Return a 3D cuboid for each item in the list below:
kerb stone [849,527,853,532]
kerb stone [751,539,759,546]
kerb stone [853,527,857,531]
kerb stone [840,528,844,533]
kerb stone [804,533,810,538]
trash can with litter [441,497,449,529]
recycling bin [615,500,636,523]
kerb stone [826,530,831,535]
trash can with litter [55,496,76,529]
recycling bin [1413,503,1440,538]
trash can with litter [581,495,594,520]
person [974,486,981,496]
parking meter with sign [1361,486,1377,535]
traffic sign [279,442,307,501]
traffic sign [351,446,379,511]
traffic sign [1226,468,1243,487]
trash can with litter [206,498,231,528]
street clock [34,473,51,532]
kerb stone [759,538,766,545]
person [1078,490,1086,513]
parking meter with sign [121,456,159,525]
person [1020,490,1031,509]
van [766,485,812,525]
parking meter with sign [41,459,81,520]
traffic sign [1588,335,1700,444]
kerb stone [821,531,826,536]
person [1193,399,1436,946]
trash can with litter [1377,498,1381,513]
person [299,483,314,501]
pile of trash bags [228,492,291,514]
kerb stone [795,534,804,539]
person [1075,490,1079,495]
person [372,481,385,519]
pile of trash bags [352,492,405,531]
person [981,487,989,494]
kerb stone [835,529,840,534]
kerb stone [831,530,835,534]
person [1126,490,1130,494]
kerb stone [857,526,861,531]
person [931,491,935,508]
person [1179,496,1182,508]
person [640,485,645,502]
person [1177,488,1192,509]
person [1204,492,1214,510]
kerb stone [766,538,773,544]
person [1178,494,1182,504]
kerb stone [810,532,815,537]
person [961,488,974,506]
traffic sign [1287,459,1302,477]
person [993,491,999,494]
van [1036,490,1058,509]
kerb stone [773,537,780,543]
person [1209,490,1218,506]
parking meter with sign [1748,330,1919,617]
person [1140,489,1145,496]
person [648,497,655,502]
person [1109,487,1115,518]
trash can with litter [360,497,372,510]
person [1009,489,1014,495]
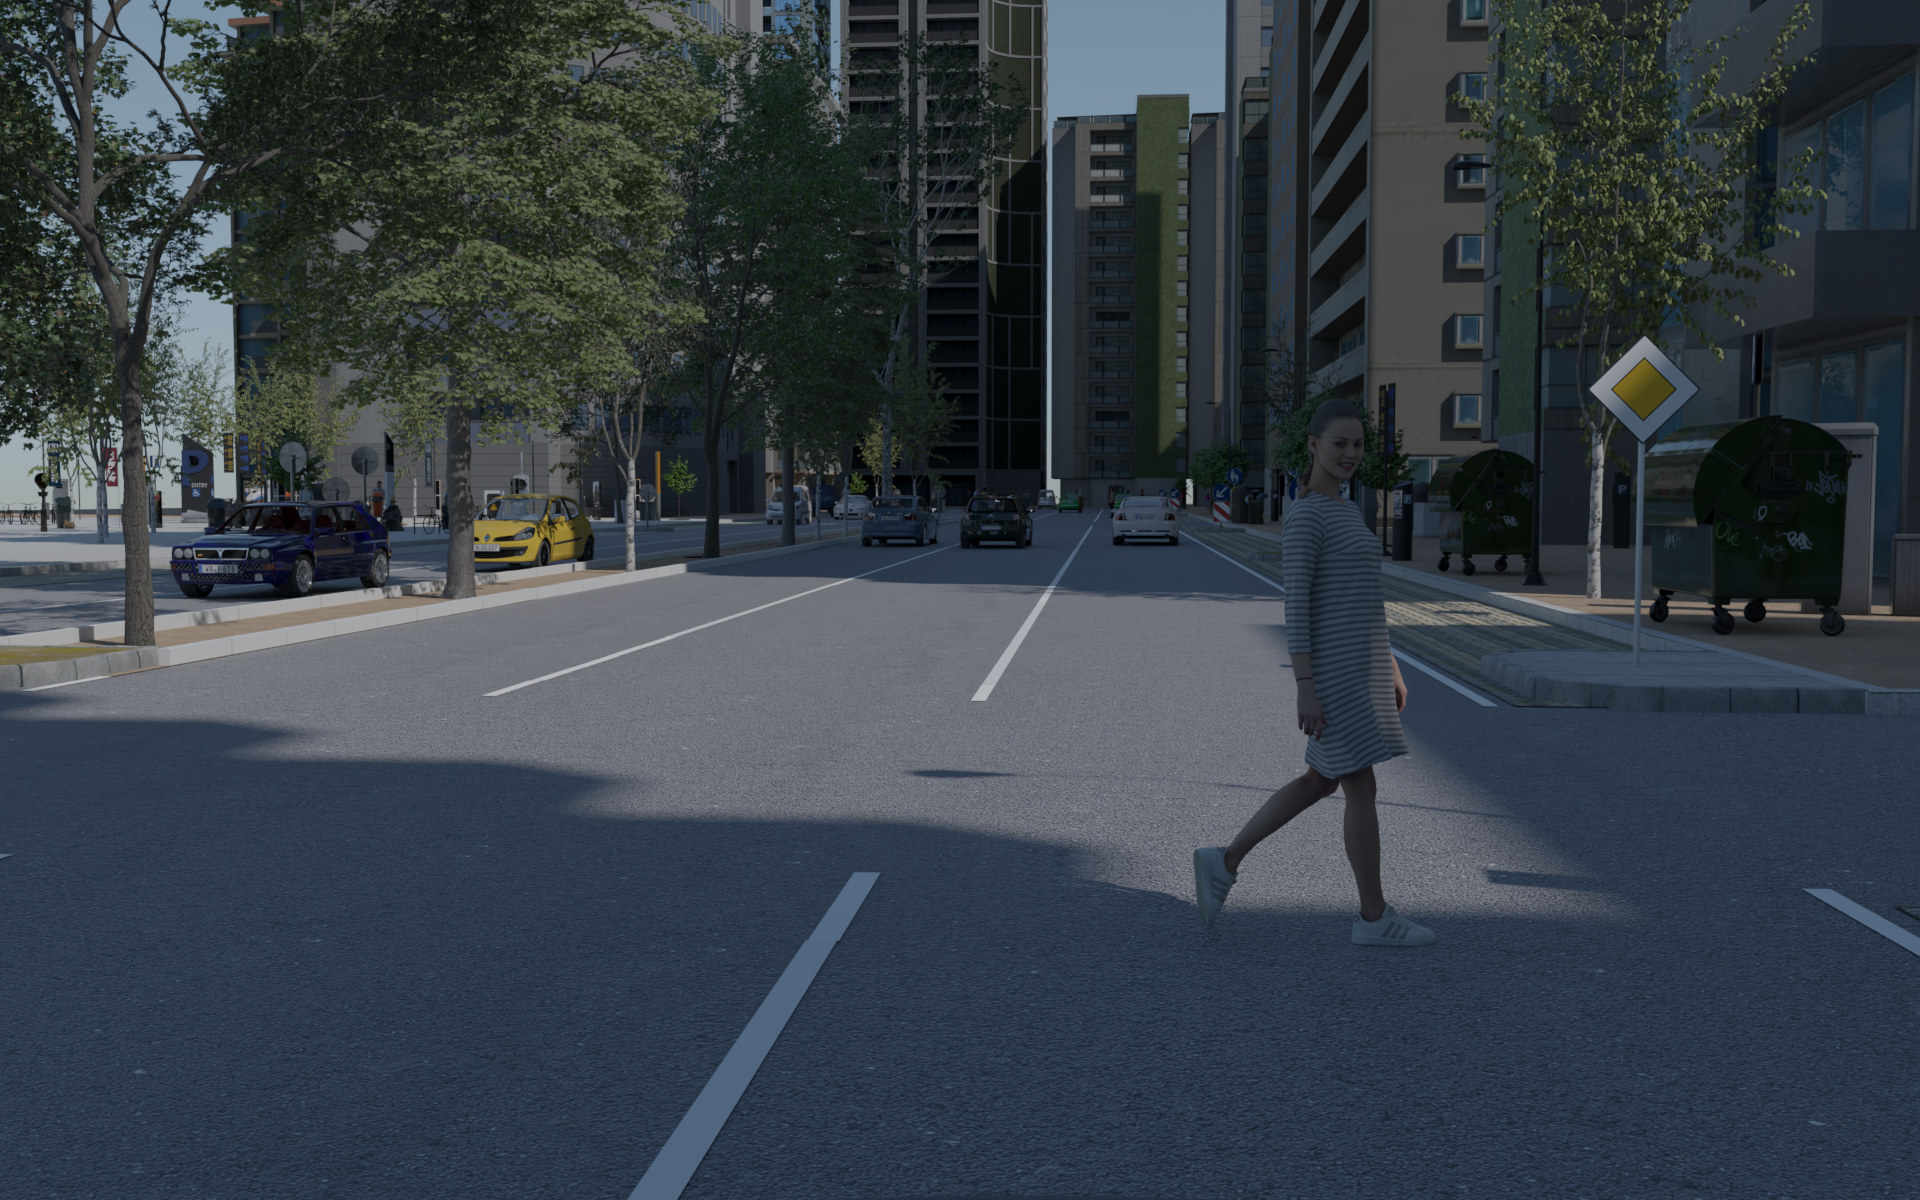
[{"bbox_3d":[-4.257,-2.621,65.092,0.120,0.150,1.000,0,4,5],"label":"kerb stone"},{"bbox_3d":[-5.779,-1.563,47.749,0.120,0.150,1.000,0,4,5],"label":"kerb stone"},{"bbox_3d":[-4.168,-2.684,66.111,0.120,0.150,1.000,0,4,5],"label":"kerb stone"},{"bbox_3d":[-4.432,-2.499,63.049,0.120,0.150,1.000,0,4,5],"label":"kerb stone"},{"bbox_3d":[-5.061,-2.062,55.907,0.120,0.150,1.000,0,4,5],"label":"kerb stone"},{"bbox_3d":[-18.300,-3.150,62.895,1.055,1.170,0.624,-1,4,-14],"label":"trash can with litter"},{"bbox_3d":[-14.809,-3.921,76.658,0.722,1.027,0.722,-3,5,-39],"label":"recycling bin"},{"bbox_3d":[-4.696,-2.312,59.990,0.120,0.150,1.000,0,4,5],"label":"kerb stone"},{"bbox_3d":[-33.038,-3.223,64.082,1.055,1.170,0.624,3,5,41],"label":"trash can with litter"},{"bbox_3d":[13.811,-2.348,50.945,0.722,1.027,0.722,0,4,-7],"label":"recycling bin"},{"bbox_3d":[-18.890,-4.648,87.048,1.678,1.210,2.233,-1,4,-20],"label":"trash can with litter"},{"bbox_3d":[1.044,-5.041,90.789,0.599,1.838,0.709,2,4,33],"label":"person"},{"bbox_3d":[12.752,-3.536,54.074,0.543,3.016,1.738,0,4,7],"label":"parking meter with sign"},{"bbox_3d":[-16.238,-2.571,42.143,0.768,2.556,0.104,1,4,14],"label":"traffic sign"},{"bbox_3d":[-15.946,-2.832,46.407,0.768,2.556,0.104,0,4,7],"label":"traffic sign"},{"bbox_3d":[13.264,-5.115,83.739,0.768,2.556,0.104,1,4,11],"label":"traffic sign"},{"bbox_3d":[-21.916,-2.426,51.057,0.624,1.170,1.055,-1,4,-12],"label":"trash can with litter"},{"bbox_3d":[-31.021,-3.305,58.600,0.471,2.002,0.358,-3,4,-36],"label":"street clock"},{"bbox_3d":[-5.693,-1.624,48.778,0.120,0.150,1.000,0,4,5],"label":"kerb stone"},{"bbox_3d":[9.066,-7.315,128.828,0.721,1.736,1.217,2,4,29],"label":"person"},{"bbox_3d":[-37.264,-5.036,78.606,1.738,3.016,0.543,1,4,11],"label":"parking meter with sign"},{"bbox_3d":[6.266,-9.507,164.021,1.350,1.814,0.705,-2,4,-34],"label":"person"},{"bbox_3d":[-8.119,-4.606,82.313,2.013,2.044,4.112,0,4,4],"label":"van"},{"bbox_3d":[-44.853,-5.511,86.362,1.738,3.016,0.543,-2,4,-28],"label":"parking meter with sign"},{"bbox_3d":[5.026,-0.645,12.732,0.795,2.593,0.064,0,4,5],"label":"traffic sign"},{"bbox_3d":[-4.799,-2.249,58.964,0.120,0.150,1.000,0,4,5],"label":"kerb stone"},{"bbox_3d":[1.140,0.229,5.513,0.760,1.731,0.466,0,4,0],"label":"person"},{"bbox_3d":[14.940,-3.209,63.849,1.055,1.170,0.624,-1,4,-18],"label":"trash can with litter"},{"bbox_3d":[-21.680,-3.086,57.502,0.512,1.701,0.522,-2,4,-30],"label":"person"},{"bbox_3d":[-27.409,-3.579,68.264,3.447,1.369,1.912,3,4,36],"label":"pile of trash bags"},{"bbox_3d":[-5.157,-2.000,54.888,0.120,0.150,1.000,0,4,5],"label":"kerb stone"},{"bbox_3d":[10.319,-8.861,153.473,0.705,1.812,1.348,-1,4,-17],"label":"person"},{"bbox_3d":[-22.302,-3.684,66.455,0.511,1.800,0.466,-2,4,-33],"label":"person"},{"bbox_3d":[-20.406,-3.105,60.524,1.912,1.369,3.447,-1,4,-17],"label":"pile of trash bags"},{"bbox_3d":[1.362,-5.217,93.891,1.348,1.812,0.705,2,4,24],"label":"person"},{"bbox_3d":[-4.521,-2.436,62.030,0.120,0.150,1.000,0,4,5],"label":"kerb stone"},{"bbox_3d":[-4.620,-2.374,61.013,0.120,0.150,1.000,0,4,5],"label":"kerb stone"},{"bbox_3d":[14.754,-8.791,152.190,1.348,1.831,0.705,0,4,-3],"label":"person"},{"bbox_3d":[-4.072,-2.745,67.133,0.120,0.150,1.000,0,4,5],"label":"kerb stone"},{"bbox_3d":[-2.362,-8.627,150.496,0.436,1.711,0.756,1,4,13],"label":"person"},{"bbox_3d":[20.784,-9.388,162.757,0.599,1.433,0.991,-1,4,-19],"label":"person"},{"bbox_3d":[-16.248,-4.982,88.072,0.524,1.755,0.480,-1,4,-19],"label":"person"},{"bbox_3d":[18.948,-8.588,146.414,1.348,1.831,0.705,2,4,29],"label":"person"},{"bbox_3d":[19.632,-7.801,136.808,0.599,1.433,0.991,-3,5,-43],"label":"person"},{"bbox_3d":[-5.601,-1.688,49.796,0.120,0.150,1.000,0,4,5],"label":"kerb stone"},{"bbox_3d":[20.786,-9.609,163.876,1.217,1.736,0.721,1,4,17],"label":"person"},{"bbox_3d":[-4.978,-2.124,56.926,0.120,0.150,1.000,0,4,5],"label":"kerb stone"},{"bbox_3d":[0.660,-7.114,124.447,1.348,1.869,0.705,2,4,35],"label":"person"},{"bbox_3d":[10.533,-3.288,53.858,0.768,2.556,0.104,1,4,10],"label":"traffic sign"},{"bbox_3d":[3.291,-9.139,158.730,0.742,1.727,0.445,2,4,34],"label":"person"},{"bbox_3d":[8.190,-9.545,163.075,2.013,2.044,4.112,0,4,4],"label":"van"},{"bbox_3d":[-5.516,-1.745,50.815,0.120,0.150,1.000,0,4,5],"label":"kerb stone"},{"bbox_3d":[20.273,-8.076,138.636,0.434,1.755,0.990,-3,4,-38],"label":"person"},{"bbox_3d":[9.361,-1.355,18.422,1.738,3.016,0.543,1,4,22],"label":"parking meter with sign"},{"bbox_3d":[14.256,-7.798,135.954,0.705,1.831,1.348,-1,4,-18],"label":"person"},{"bbox_3d":[-15.983,-5.084,89.435,0.678,1.792,0.850,2,4,29],"label":"person"},{"bbox_3d":[8.993,-5.764,102.751,0.705,1.823,1.348,0,4,0],"label":"person"},{"bbox_3d":[-25.968,-3.881,74.839,1.055,1.170,0.624,0,4,-4],"label":"trash can with litter"},{"bbox_3d":[4.067,-7.865,137.047,1.348,1.831,0.705,-2,4,-30],"label":"person"}]
